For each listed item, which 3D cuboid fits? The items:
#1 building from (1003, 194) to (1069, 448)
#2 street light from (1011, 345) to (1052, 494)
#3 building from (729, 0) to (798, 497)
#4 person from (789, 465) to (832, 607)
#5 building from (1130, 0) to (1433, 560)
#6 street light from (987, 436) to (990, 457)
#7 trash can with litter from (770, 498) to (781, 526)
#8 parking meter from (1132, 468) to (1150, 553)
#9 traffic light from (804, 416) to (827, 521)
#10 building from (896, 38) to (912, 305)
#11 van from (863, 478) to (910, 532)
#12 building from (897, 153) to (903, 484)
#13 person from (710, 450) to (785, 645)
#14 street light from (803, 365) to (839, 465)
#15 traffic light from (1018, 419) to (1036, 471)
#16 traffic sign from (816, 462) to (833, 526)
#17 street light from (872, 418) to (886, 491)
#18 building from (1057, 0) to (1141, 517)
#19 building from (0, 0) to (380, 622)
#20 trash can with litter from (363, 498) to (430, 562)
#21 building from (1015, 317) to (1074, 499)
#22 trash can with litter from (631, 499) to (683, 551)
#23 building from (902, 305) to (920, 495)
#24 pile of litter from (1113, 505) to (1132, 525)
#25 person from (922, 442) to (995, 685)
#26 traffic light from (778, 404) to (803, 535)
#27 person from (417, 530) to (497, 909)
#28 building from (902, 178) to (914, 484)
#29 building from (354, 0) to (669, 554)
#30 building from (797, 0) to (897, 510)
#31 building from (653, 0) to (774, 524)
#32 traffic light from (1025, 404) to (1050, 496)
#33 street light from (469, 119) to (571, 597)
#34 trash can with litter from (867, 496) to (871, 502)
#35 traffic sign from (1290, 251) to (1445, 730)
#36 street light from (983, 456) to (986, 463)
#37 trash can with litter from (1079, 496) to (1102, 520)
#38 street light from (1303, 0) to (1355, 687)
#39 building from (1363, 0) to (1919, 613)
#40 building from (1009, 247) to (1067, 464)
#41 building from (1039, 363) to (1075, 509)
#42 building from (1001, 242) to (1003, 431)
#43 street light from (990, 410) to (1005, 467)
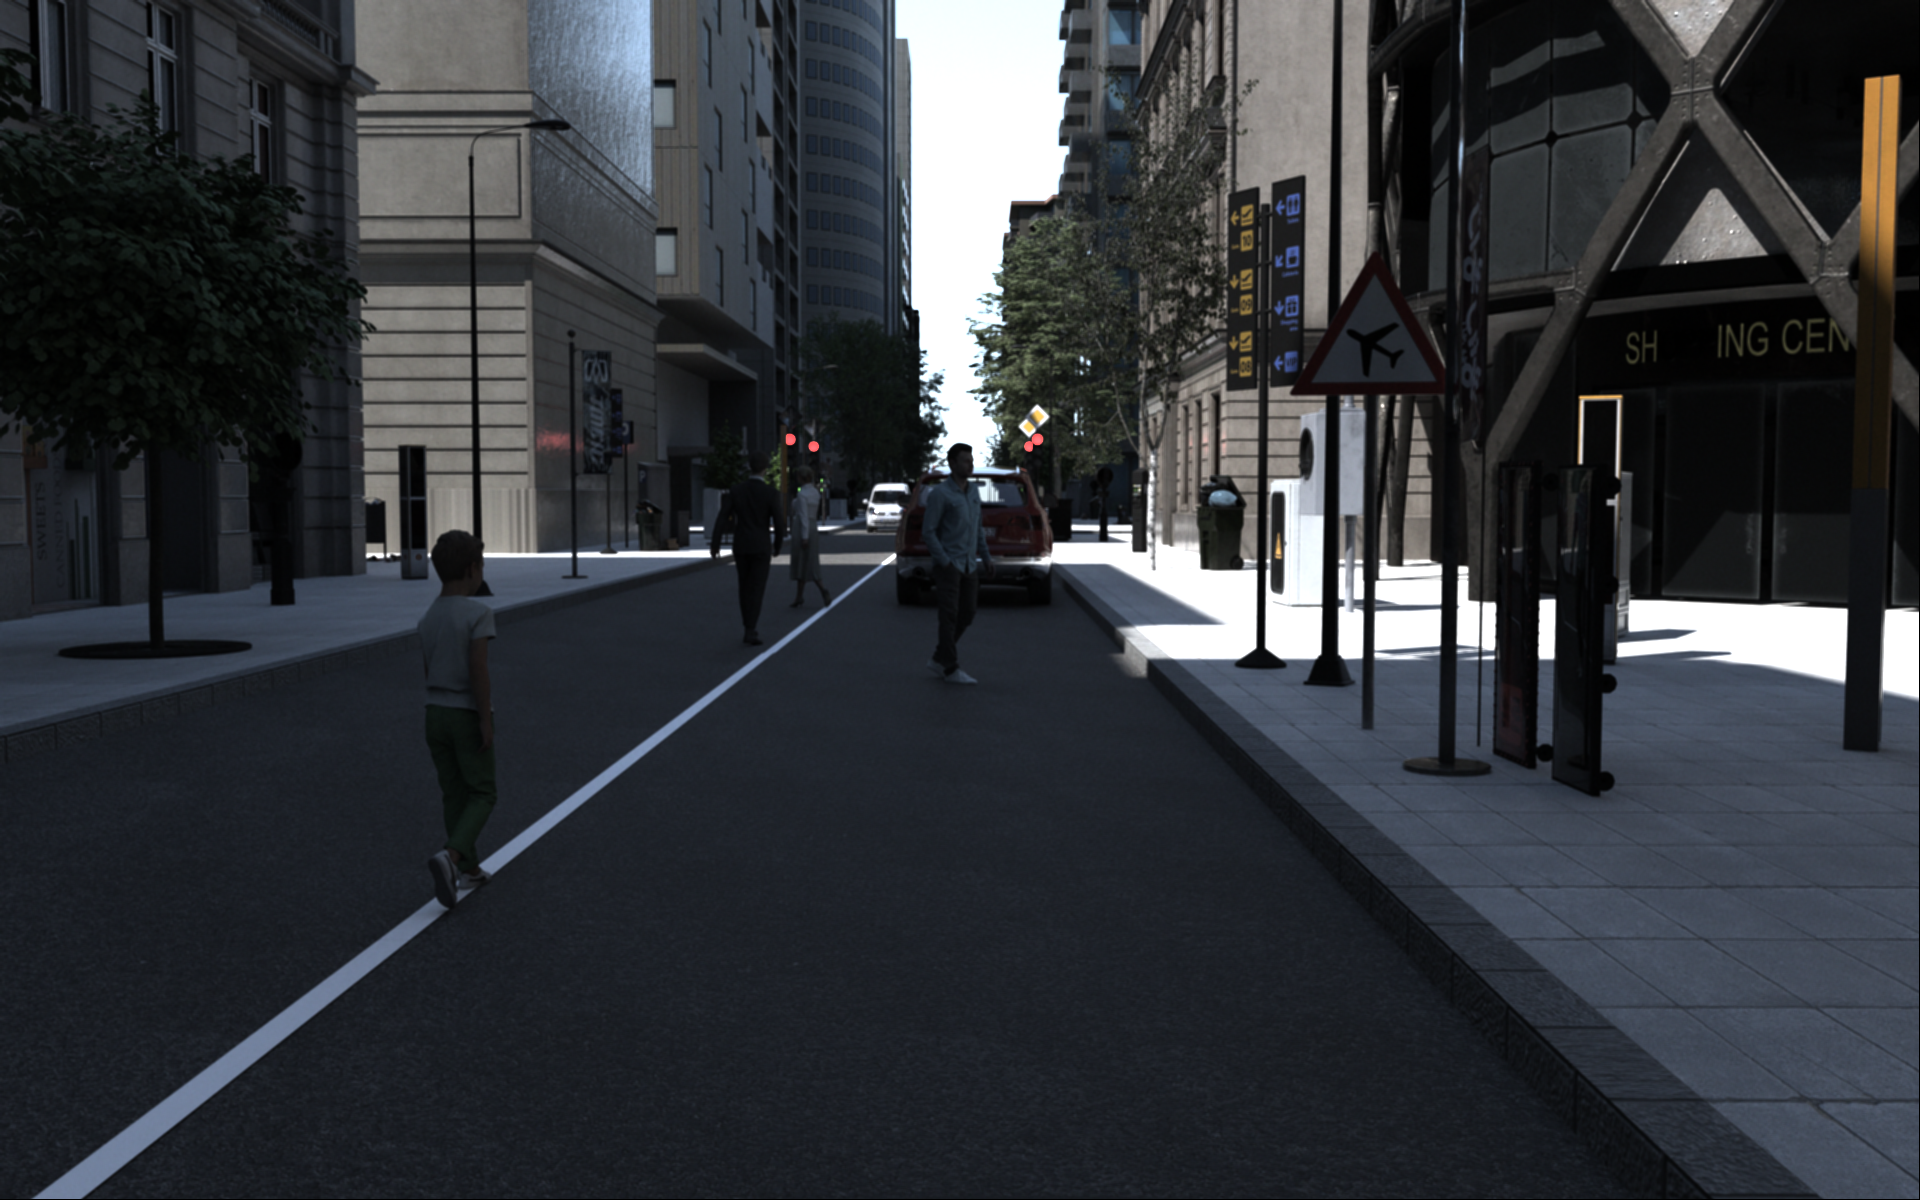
[{"bbox_3d":[18.041,-36.567,252.488,22.147,44.769,28.867,0,4,0],"label":"building"},{"bbox_3d":[2.289,-4.990,54.133,1.470,5.913,1.316,0,4,0],"label":"street light"},{"bbox_3d":[-18.859,-41.133,110.773,20.563,71.187,20.611,0,4,0],"label":"building"},{"bbox_3d":[-1.890,-0.802,21.845,0.641,1.798,0.478,3,4,38],"label":"person"},{"bbox_3d":[9.834,-10.854,42.096,10.561,19.102,19.286,0,4,0],"label":"building"},{"bbox_3d":[2.995,-10.075,137.275,1.470,5.913,1.316,0,4,0],"label":"street light"},{"bbox_3d":[-7.462,-3.515,68.525,1.678,1.210,2.233,1,4,16],"label":"trash can with litter"},{"bbox_3d":[3.970,-1.979,38.061,0.255,1.863,0.399,2,4,34],"label":"parking meter"},{"bbox_3d":[-5.201,-4.481,62.180,0.839,4.253,0.868,0,4,0],"label":"traffic light"},{"bbox_3d":[-15.852,-51.320,277.337,20.563,71.187,20.611,0,4,0],"label":"building"},{"bbox_3d":[-2.652,-3.606,65.972,2.013,2.044,4.112,0,4,0],"label":"van"},{"bbox_3d":[-13.983,-31.690,201.722,14.154,41.232,14.086,0,4,0],"label":"building"},{"bbox_3d":[-1.982,-0.511,16.625,0.659,1.850,0.755,1,4,11],"label":"person"},{"bbox_3d":[-5.083,-5.512,62.660,1.470,5.913,1.316,0,4,0],"label":"street light"},{"bbox_3d":[2.460,-4.478,62.130,0.839,4.253,0.868,0,4,0],"label":"traffic light"},{"bbox_3d":[-5.414,-4.191,68.625,0.768,2.556,0.104,0,4,6],"label":"traffic sign"},{"bbox_3d":[-4.754,-8.123,105.356,1.470,5.913,1.316,0,4,0],"label":"street light"},{"bbox_3d":[17.587,-29.846,107.590,23.786,49.044,30.456,0,4,0],"label":"building"},{"bbox_3d":[-15.489,-10.634,15.674,13.314,21.916,24.055,0,4,0],"label":"building"},{"bbox_3d":[-10.864,-1.339,32.955,2.233,1.210,1.678,0,4,8],"label":"trash can with litter"},{"bbox_3d":[19.980,-20.632,182.376,27.650,21.520,28.899,0,4,0],"label":"building"},{"bbox_3d":[-6.814,-1.687,38.975,1.055,1.170,0.624,-3,5,-43],"label":"trash can with litter"},{"bbox_3d":[-13.206,-29.900,260.567,14.160,30.474,14.107,0,4,0],"label":"building"},{"bbox_3d":[6.978,-3.560,72.172,1.176,0.858,1.719,0,4,3],"label":"pile of litter"},{"bbox_3d":[-0.061,-0.289,13.249,0.620,1.820,0.660,2,4,35],"label":"person"},{"bbox_3d":[-5.270,-3.992,54.195,0.839,4.253,0.868,0,4,0],"label":"traffic light"},{"bbox_3d":[-1.779,0.406,6.117,0.306,1.304,0.590,0,4,4],"label":"person"},{"bbox_3d":[-18.534,-37.810,237.805,23.786,49.044,30.456,0,4,0],"label":"building"},{"bbox_3d":[-23.272,-12.886,43.962,30.059,22.955,16.112,0,4,0],"label":"building"},{"bbox_3d":[-17.681,-38.998,179.610,21.231,58.520,28.212,0,4,0],"label":"building"},{"bbox_3d":[-22.953,-29.788,76.269,28.713,52.752,27.495,0,4,0],"label":"building"},{"bbox_3d":[2.391,-3.989,54.145,0.839,4.253,0.868,0,4,0],"label":"traffic light"},{"bbox_3d":[-5.524,-3.002,21.627,1.470,5.913,1.316,0,4,0],"label":"street light"},{"bbox_3d":[-6.797,-7.712,137.471,1.055,1.170,0.624,-1,4,-18],"label":"trash can with litter"},{"bbox_3d":[2.226,-0.574,9.386,0.884,2.594,0.081,0,4,4],"label":"traffic sign"},{"bbox_3d":[3.276,-12.092,170.252,1.470,5.913,1.316,0,4,0],"label":"street light"},{"bbox_3d":[6.530,-4.613,86.804,1.055,1.170,0.624,-1,4,-12],"label":"trash can with litter"},{"bbox_3d":[1.955,-2.385,11.533,1.470,5.913,1.316,0,4,0],"label":"street light"},{"bbox_3d":[14.053,-9.578,24.055,16.820,18.784,16.811,0,4,0],"label":"building"},{"bbox_3d":[13.315,-26.417,203.623,14.160,30.474,14.107,0,4,0],"label":"building"},{"bbox_3d":[22.829,-28.280,154.259,32.217,40.220,23.993,0,4,0],"label":"building"},{"bbox_3d":[17.787,-38.366,281.906,22.147,44.769,28.867,0,4,0],"label":"building"},{"bbox_3d":[2.529,-7.470,94.675,1.470,5.913,1.316,0,4,0],"label":"street light"}]
